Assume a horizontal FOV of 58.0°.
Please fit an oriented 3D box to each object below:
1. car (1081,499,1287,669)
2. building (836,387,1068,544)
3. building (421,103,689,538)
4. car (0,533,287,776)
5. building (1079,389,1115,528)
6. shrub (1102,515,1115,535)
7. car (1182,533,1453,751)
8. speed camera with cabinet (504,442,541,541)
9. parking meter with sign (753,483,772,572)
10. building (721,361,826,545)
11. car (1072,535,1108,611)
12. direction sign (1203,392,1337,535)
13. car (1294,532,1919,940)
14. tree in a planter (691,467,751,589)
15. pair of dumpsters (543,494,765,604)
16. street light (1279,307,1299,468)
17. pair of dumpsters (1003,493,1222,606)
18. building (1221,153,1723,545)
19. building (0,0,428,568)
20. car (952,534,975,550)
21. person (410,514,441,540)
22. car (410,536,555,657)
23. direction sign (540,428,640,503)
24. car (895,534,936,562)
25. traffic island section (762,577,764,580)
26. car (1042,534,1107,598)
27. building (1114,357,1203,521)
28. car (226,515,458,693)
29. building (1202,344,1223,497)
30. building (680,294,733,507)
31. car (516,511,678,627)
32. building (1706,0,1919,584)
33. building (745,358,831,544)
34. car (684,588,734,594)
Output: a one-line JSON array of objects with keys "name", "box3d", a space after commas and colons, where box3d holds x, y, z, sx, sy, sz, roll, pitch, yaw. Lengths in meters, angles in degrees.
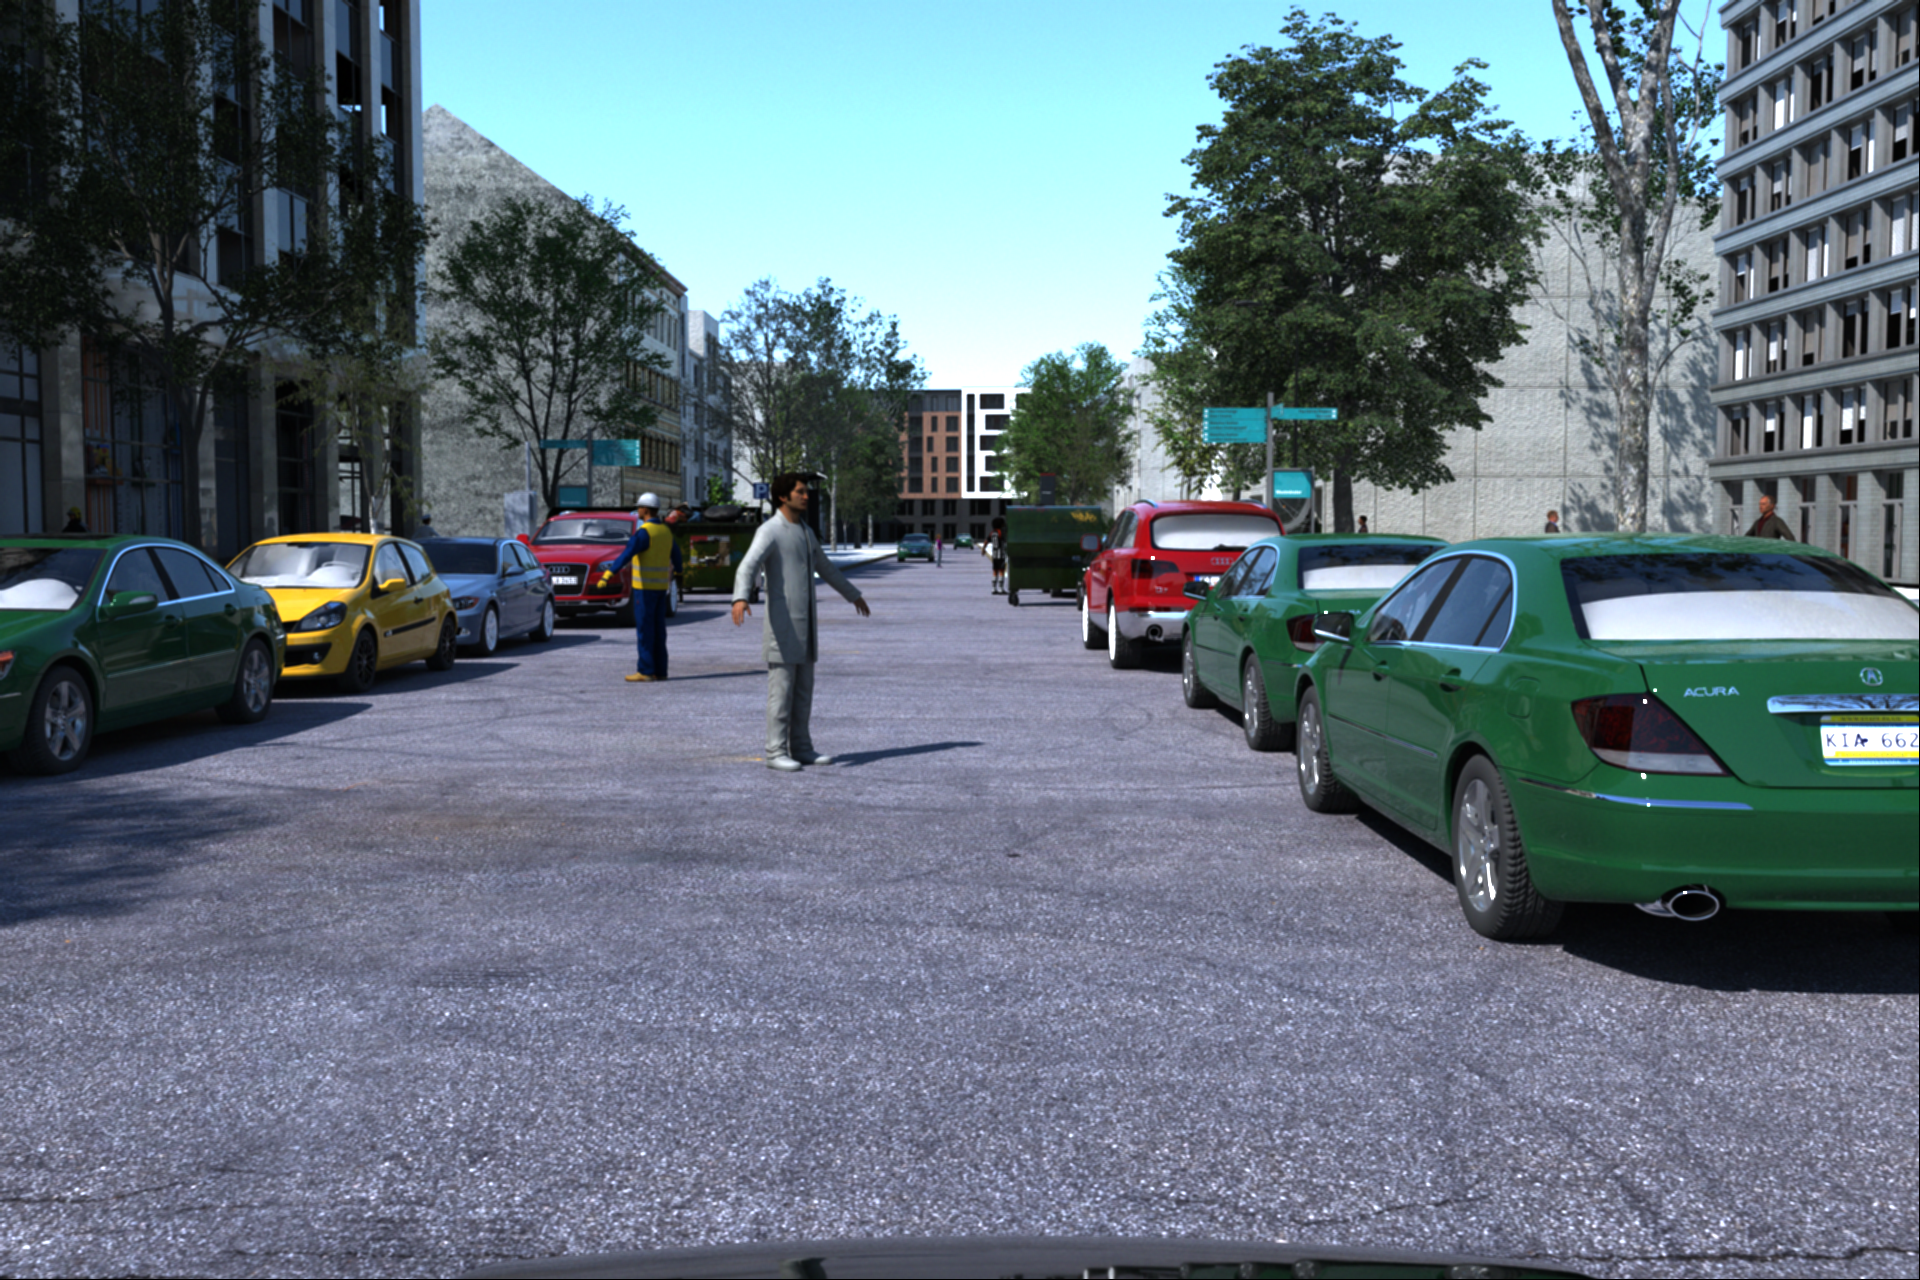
[{"name": "car", "box3d": [2.586, -0.689, 19.939, 2.281, 1.827, 5.304, 0, 4, -1]}, {"name": "building", "box3d": [-0.749, -24.884, 253.279, 32.646, 21.610, 27.936, 0, 4, 5]}, {"name": "building", "box3d": [-26.544, -16.325, 97.849, 19.493, 23.208, 18.063, 0, 4, 1]}, {"name": "car", "box3d": [-6.233, 0.001, 11.780, 2.131, 1.459, 4.920, 0, 3, 0]}, {"name": "building", "box3d": [24.190, -24.289, 228.050, 19.493, 23.208, 18.063, 0, 3, 0]}, {"name": "shrub", "box3d": [6.320, -4.211, 72.892, 1.661, 2.075, 1.752, 0, 3, 0]}, {"name": "car", "box3d": [2.806, -0.066, 12.882, 2.131, 1.459, 4.920, 0, 4, -1]}, {"name": "speed camera with cabinet", "box3d": [-9.448, -2.662, 37.860, 0.660, 3.252, 2.038, 0, 4, -1]}, {"name": "parking meter with sign", "box3d": [-6.725, -3.884, 59.766, 0.543, 3.016, 1.738, 0, 4, 2]}, {"name": "building", "box3d": [-24.424, -19.976, 193.061, 16.747, 18.905, 31.486, 0, 4, -1]}, {"name": "car", "box3d": [3.060, -1.308, 31.178, 2.009, 1.686, 4.222, 0, 4, -1]}, {"name": "direction sign", "box3d": [5.843, -2.654, 32.159, 2.525, 3.948, 1.411, 0, 4, 0]}, {"name": "car", "box3d": [2.728, 0.259, 7.558, 2.131, 1.459, 4.920, 0, 4, -1]}, {"name": "tree in a planter", "box3d": [-6.418, -2.989, 46.087, 1.991, 3.239, 1.994, 0, 4, 1]}, {"name": "pair of dumpsters", "box3d": [-6.283, -1.882, 35.720, 4.436, 2.255, 1.574, 0, 4, 1]}, {"name": "street light", "box3d": [7.250, -3.796, 34.614, 1.470, 5.913, 1.316, 0, 3, 0]}, {"name": "pair of dumpsters", "box3d": [3.087, -1.825, 34.793, 4.436, 2.255, 1.574, 0, 4, -1]}, {"name": "building", "box3d": [24.108, -13.628, 89.269, 16.747, 18.905, 31.486, 0, 4, 1]}, {"name": "building", "box3d": [-31.709, -17.231, 47.957, 22.709, 31.103, 35.509, 0, 4, 1]}, {"name": "car", "box3d": [0.338, -9.045, 159.689, 2.131, 1.459, 4.920, 0, 3, 0]}, {"name": "person", "box3d": [-13.231, -2.245, 43.170, 1.216, 1.778, 0.721, 1, 4, 17]}, {"name": "car", "box3d": [-6.337, -0.598, 21.781, 2.014, 1.417, 4.499, 0, 4, 0]}, {"name": "direction sign", "box3d": [-9.324, -3.396, 44.281, 2.525, 3.948, 1.411, 0, 4, 0]}, {"name": "car", "box3d": [-2.269, -4.785, 90.034, 2.131, 1.459, 4.920, 0, 4, 1]}, {"name": "traffic island section", "box3d": [-6.379, -1.972, 55.111, 1.991, 0.108, 1.994, 0, 4, 0]}, {"name": "car", "box3d": [2.928, -1.758, 40.542, 2.131, 1.459, 4.920, 0, 4, -1]}, {"name": "building", "box3d": [25.817, -19.261, 181.377, 16.747, 18.905, 31.486, 0, 4, 1]}, {"name": "car", "box3d": [-6.200, -0.402, 16.800, 2.015, 1.641, 3.980, 0, 4, 0]}, {"name": "building", "box3d": [23.624, -16.798, 131.065, 16.016, 20.090, 11.380, 0, 4, 1]}, {"name": "building", "box3d": [-28.508, -16.523, 136.610, 16.747, 18.905, 31.486, 0, 4, 0]}, {"name": "car", "box3d": [-5.946, -1.205, 28.369, 2.281, 1.827, 5.304, 0, 4, 1]}, {"name": "building", "box3d": [26.412, -12.023, 43.256, 8.464, 21.280, 15.925, 0, 4, 1]}, {"name": "building", "box3d": [-26.451, -24.154, 225.846, 19.493, 23.208, 18.063, 0, 4, 1]}, {"name": "car", "box3d": [-6.226, -1.993, 42.812, 2.015, 1.641, 3.980, 0, 3, 0]}]
